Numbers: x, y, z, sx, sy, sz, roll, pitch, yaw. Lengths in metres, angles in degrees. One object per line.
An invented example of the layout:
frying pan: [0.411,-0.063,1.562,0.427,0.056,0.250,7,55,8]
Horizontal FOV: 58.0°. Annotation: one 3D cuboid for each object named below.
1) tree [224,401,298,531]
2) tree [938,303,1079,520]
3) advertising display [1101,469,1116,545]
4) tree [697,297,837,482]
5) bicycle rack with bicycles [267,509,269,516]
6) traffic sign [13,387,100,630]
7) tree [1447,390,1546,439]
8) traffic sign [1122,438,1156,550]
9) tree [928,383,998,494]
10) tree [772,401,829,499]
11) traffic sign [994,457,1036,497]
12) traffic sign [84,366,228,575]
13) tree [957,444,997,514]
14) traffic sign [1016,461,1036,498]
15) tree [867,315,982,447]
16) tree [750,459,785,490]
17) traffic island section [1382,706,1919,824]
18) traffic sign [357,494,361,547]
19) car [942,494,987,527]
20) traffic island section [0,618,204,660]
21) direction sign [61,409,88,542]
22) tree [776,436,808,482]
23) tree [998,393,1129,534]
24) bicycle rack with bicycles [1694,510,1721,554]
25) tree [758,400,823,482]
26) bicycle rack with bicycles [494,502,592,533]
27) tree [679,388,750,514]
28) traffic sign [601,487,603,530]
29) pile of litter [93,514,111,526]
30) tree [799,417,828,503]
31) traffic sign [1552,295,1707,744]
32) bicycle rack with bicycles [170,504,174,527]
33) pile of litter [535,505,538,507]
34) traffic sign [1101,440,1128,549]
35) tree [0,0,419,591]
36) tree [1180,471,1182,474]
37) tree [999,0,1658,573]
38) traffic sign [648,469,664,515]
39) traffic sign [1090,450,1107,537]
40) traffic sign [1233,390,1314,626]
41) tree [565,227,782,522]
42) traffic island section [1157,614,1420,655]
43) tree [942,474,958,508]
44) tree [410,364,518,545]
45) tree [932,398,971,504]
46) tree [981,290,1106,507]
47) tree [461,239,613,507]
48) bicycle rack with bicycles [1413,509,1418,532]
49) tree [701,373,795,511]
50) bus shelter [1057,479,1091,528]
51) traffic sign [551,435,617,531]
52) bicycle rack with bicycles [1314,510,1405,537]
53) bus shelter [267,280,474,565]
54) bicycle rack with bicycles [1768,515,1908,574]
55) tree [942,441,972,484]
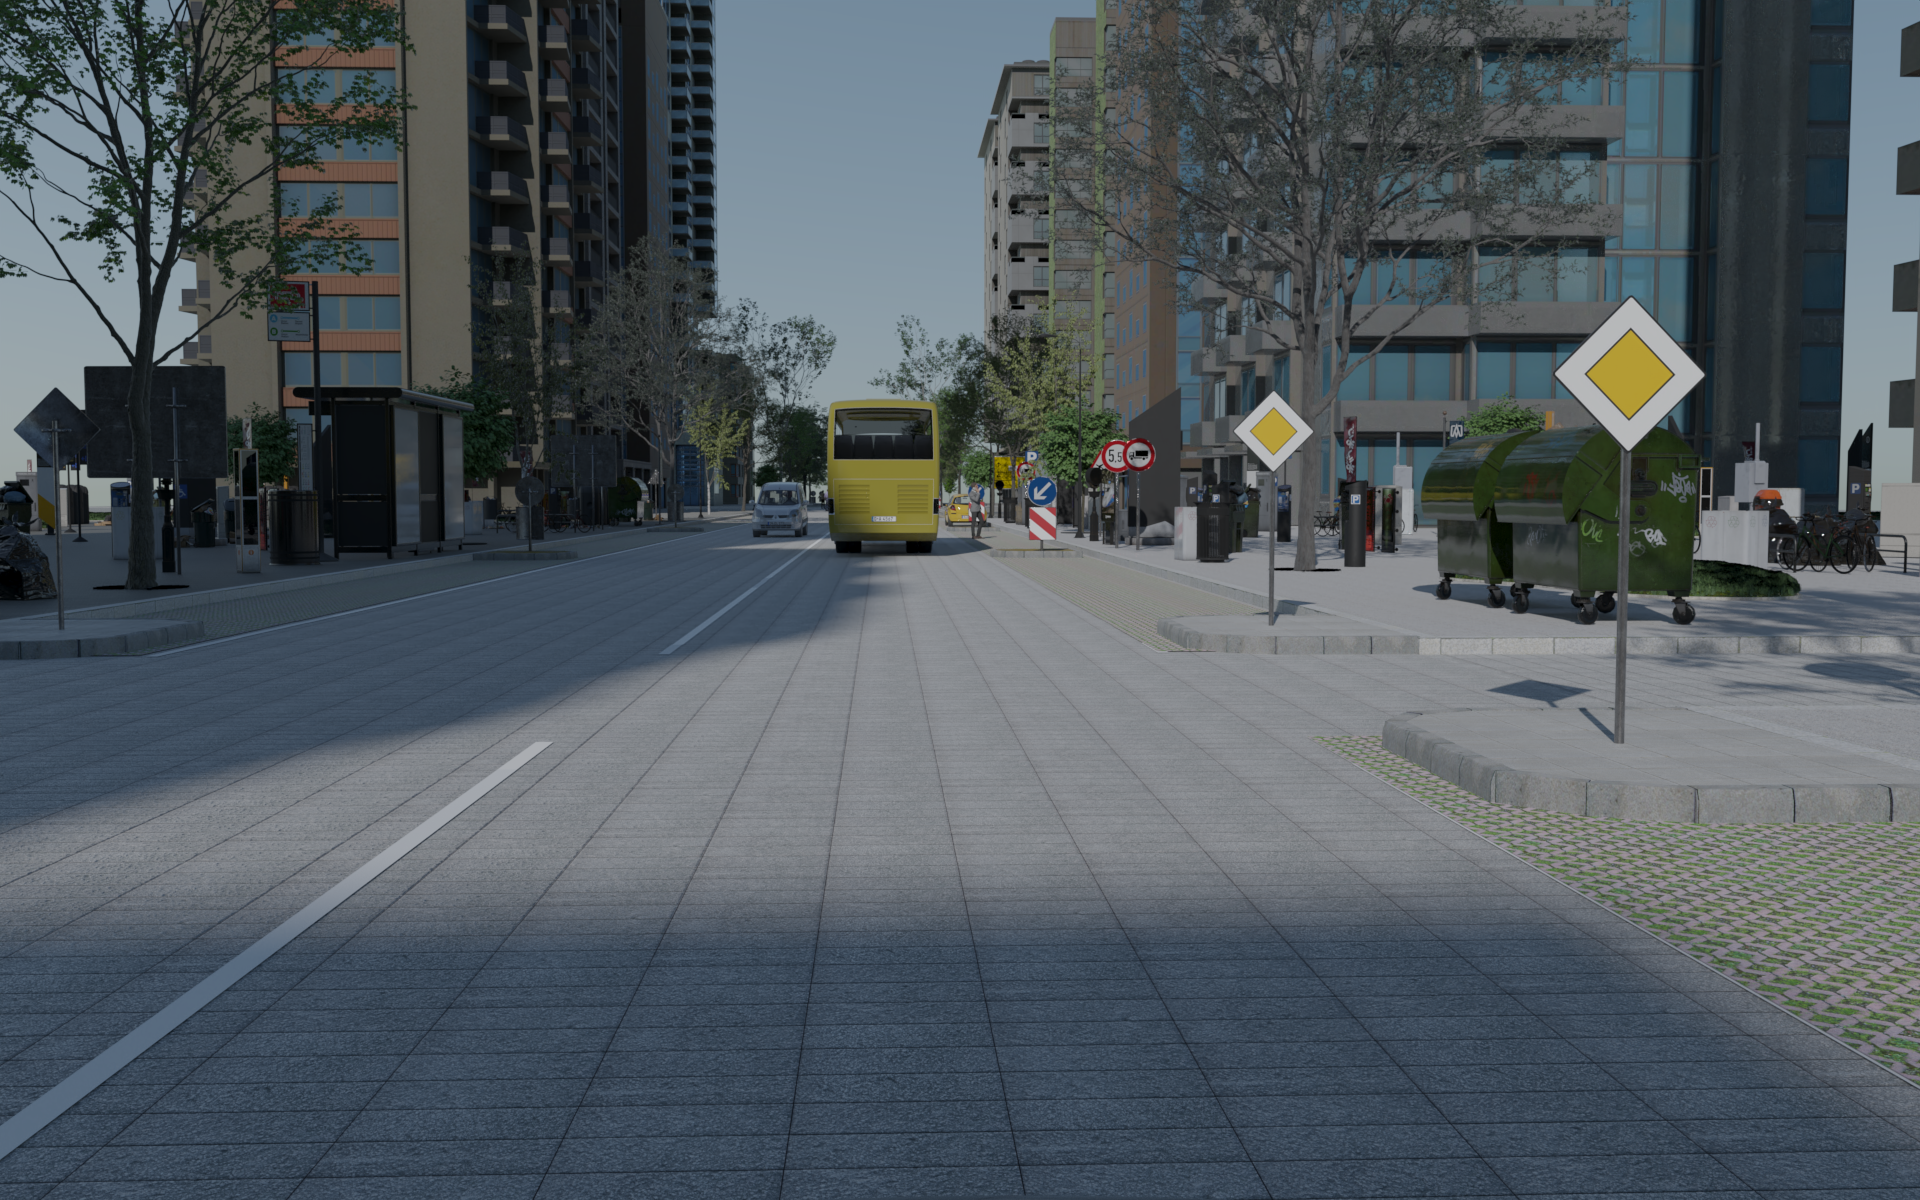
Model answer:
tree: [-24.813,-4.743,61.263,4.285,4.588,4.351,0,3,0]
tree: [2.427,-9.234,85.389,8.767,10.594,7.601,2,4,35]
advertising display: [3.773,-2.351,43.647,0.123,1.923,0.974,-1,4,-15]
tree: [-18.578,-19.092,168.046,12.611,20.169,13.585,0,3,0]
bicycle rack with bicycles: [-29.247,-3.880,76.816,2.852,0.926,2.925,2,4,32]
traffic sign: [-8.502,-0.776,16.332,0.795,2.450,0.064,0,4,-3]
tree: [17.239,-4.367,55.114,4.285,4.588,4.351,0,3,0]
traffic sign: [4.049,-2.400,39.349,0.768,2.556,0.104,0,4,-2]
tree: [0.040,-13.946,153.779,9.928,11.665,9.643,0,3,0]
tree: [-21.385,-20.193,236.809,9.857,13.997,8.962,0,3,0]
traffic sign: [2.922,-6.029,92.448,2.265,3.308,0.079,0,3,0]
traffic sign: [-12.763,-2.058,27.515,2.265,3.308,0.079,0,4,1]
tree: [1.390,-7.960,113.863,4.285,4.588,4.351,0,3,0]
traffic sign: [2.585,-4.136,67.729,0.768,2.556,0.104,0,4,3]
tree: [-3.902,-20.110,184.682,12.611,20.169,13.585,0,3,0]
tree: [-17.677,-10.764,159.711,4.285,4.588,4.351,0,3,0]
traffic island section: [3.414,0.816,8.931,2.009,0.180,2.903,0,4,-3]
traffic sign: [-14.116,-2.479,40.635,0.768,2.556,0.104,0,4,1]
car: [0.235,-4.069,76.757,2.015,1.641,3.980,0,4,-3]
traffic island section: [-8.525,0.360,16.393,2.009,0.180,2.903,0,4,-3]
direction sign: [-23.677,-3.333,46.498,0.876,3.537,0.379,1,4,16]
tree: [-20.428,-16.021,212.305,4.360,8.622,3.978,0,3,0]
tree: [3.995,-4.454,56.534,4.285,4.588,4.351,0,3,0]
bicycle rack with bicycles: [16.295,-1.523,38.286,2.852,0.926,2.925,1,4,19]
tree: [-18.646,-16.161,189.986,9.928,11.665,9.643,0,3,0]
bicycle rack with bicycles: [-13.990,-2.673,57.087,2.925,0.926,2.852,2,4,32]
tree: [-15.601,-9.691,108.818,4.737,8.622,4.395,0,3,0]
traffic sign: [-12.814,-3.665,62.045,0.606,2.300,0.079,0,4,5]
pile of litter: [-34.523,-3.470,70.697,1.719,0.858,1.176,1,4,20]
tree: [-22.049,-20.258,249.350,7.486,12.596,7.792,0,3,0]
traffic sign: [3.391,-0.319,8.853,0.795,2.450,0.064,0,4,-3]
bicycle rack with bicycles: [-29.072,-3.161,65.071,2.925,0.926,2.852,-3,5,-44]
pile of litter: [-18.703,-3.786,75.858,1.719,0.858,1.176,-1,4,-15]
traffic sign: [3.698,-2.486,40.759,0.768,2.556,0.104,0,4,6]
tree: [-10.908,-5.950,23.041,9.928,11.665,9.643,0,3,0]
tree: [9.076,-5.018,76.645,1.663,3.219,1.824,0,3,0]
tree: [5.907,-7.224,28.475,12.009,13.543,11.850,0,3,0]
traffic sign: [-15.757,-5.490,89.771,0.884,2.594,0.081,0,4,5]
traffic sign: [4.181,-3.153,51.556,0.884,2.594,0.081,0,4,0]
traffic sign: [3.031,-0.807,16.830,0.795,2.450,0.064,0,4,-3]
tree: [-13.585,-10.419,80.717,12.009,13.543,11.850,0,3,0]
traffic island section: [3.054,0.329,16.908,2.009,0.180,2.903,0,4,-3]
tree: [-0.878,-10.422,165.003,1.663,3.219,1.824,0,3,0]
tree: [-12.750,-3.689,44.022,4.285,4.588,4.351,0,3,0]
tree: [-2.371,-17.451,203.453,7.486,12.596,7.792,0,3,0]
tree: [3.175,-6.825,61.952,4.737,8.622,4.395,0,3,0]
tree: [-12.511,-6.104,50.156,4.360,8.622,3.978,0,3,0]
bicycle rack with bicycles: [14.449,-2.831,59.666,2.852,0.926,2.925,0,4,7]
tree: [-15.725,-11.843,128.047,7.601,10.594,8.767,0,4,7]
bus shelter: [4.640,-4.724,68.520,1.731,3.624,6.357,0,4,-3]
traffic sign: [-12.964,-4.025,59.677,2.265,3.308,0.079,0,4,2]
bicycle rack with bicycles: [11.621,-2.387,52.405,2.925,0.926,2.852,3,5,39]
bus shelter: [-12.024,-3.527,35.303,2.179,5.291,8.768,0,4,-3]
bicycle rack with bicycles: [14.356,-0.946,28.843,2.852,0.926,2.925,0,4,3]
tree: [-3.186,-18.435,218.420,9.611,12.733,9.660,0,3,0]
